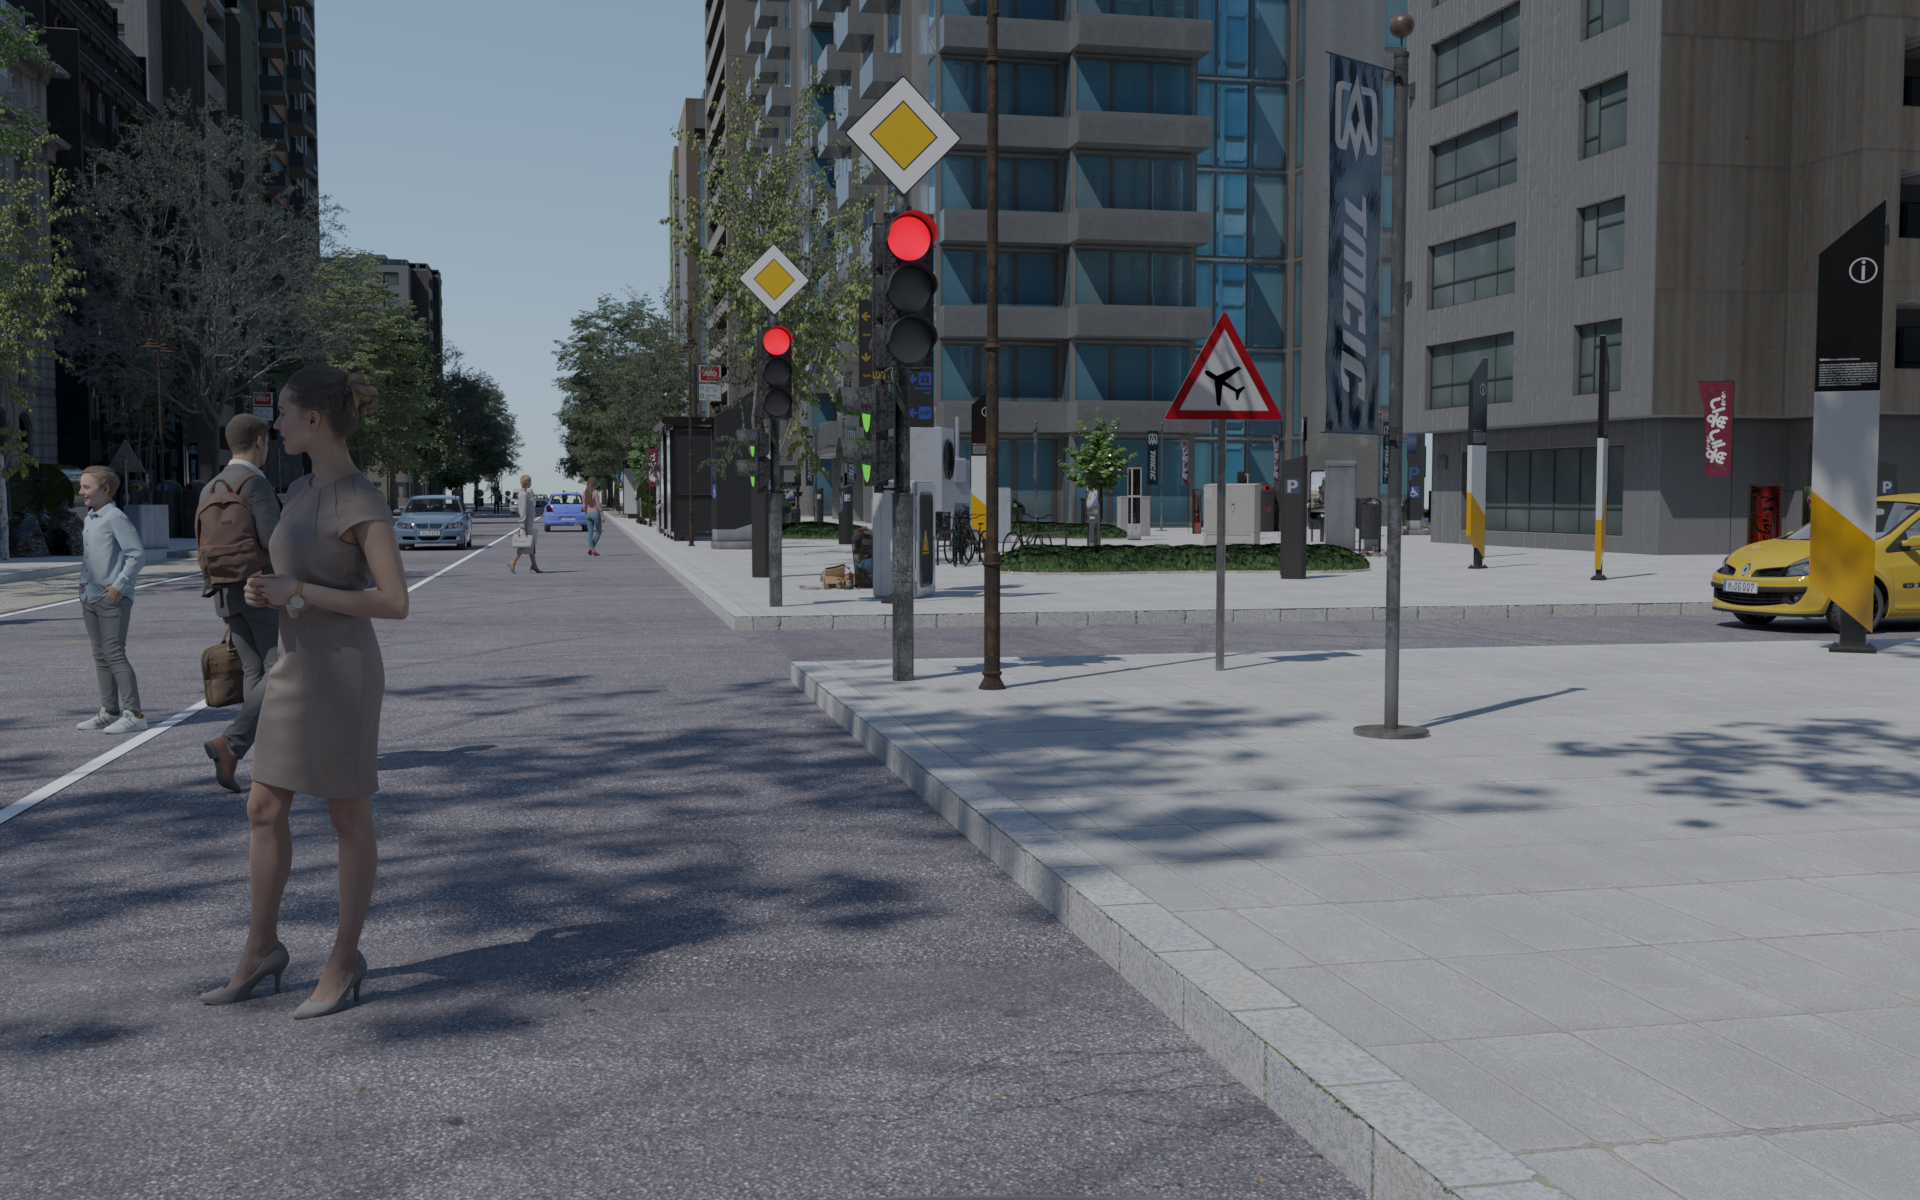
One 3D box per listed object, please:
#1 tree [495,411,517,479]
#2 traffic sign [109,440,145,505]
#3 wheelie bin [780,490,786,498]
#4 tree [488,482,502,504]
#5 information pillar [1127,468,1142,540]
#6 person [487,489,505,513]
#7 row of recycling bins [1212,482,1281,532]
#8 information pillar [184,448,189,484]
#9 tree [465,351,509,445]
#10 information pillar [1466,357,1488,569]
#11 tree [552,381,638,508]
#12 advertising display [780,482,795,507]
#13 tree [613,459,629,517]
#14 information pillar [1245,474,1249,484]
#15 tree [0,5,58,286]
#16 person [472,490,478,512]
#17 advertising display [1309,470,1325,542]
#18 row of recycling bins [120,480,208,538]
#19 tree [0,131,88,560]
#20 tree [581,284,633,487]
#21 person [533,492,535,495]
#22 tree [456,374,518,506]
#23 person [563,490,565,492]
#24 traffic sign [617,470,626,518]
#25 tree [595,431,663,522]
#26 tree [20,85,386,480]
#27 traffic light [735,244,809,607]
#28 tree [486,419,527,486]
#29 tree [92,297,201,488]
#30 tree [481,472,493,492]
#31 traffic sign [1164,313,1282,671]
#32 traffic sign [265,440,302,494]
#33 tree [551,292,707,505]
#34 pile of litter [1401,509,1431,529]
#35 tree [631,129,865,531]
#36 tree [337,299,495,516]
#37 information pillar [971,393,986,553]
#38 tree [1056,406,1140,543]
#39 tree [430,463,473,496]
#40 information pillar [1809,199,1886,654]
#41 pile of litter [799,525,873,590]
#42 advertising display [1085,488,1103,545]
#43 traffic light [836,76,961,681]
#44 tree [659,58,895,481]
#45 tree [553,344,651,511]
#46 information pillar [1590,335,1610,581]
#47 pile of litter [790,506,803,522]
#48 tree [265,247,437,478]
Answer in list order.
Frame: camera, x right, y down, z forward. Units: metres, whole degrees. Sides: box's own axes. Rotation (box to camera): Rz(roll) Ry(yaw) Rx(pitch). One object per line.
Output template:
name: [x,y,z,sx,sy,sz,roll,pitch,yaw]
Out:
tree: [-44.705,-14.576,155.322,9.611,12.733,9.660,0,3,0]
traffic sign: [-20.010,-2.542,41.562,0.884,2.594,0.081,0,4,-7]
wheelie bin: [-8.345,-4.397,79.803,0.693,1.594,0.980,-1,4,-11]
tree: [-61.345,-14.312,228.603,1.663,3.219,1.824,0,3,0]
information pillar: [4.842,-2.665,48.059,0.304,2.012,0.304,-1,4,-17]
person: [-34.415,-7.340,128.495,1.348,1.826,0.705,-2,4,-31]
row of recycling bins: [9.847,-3.151,58.638,3.534,1.692,1.069,-2,4,-27]
information pillar: [-36.773,-5.570,82.418,0.504,3.616,0.183,3,5,42]
tree: [-38.961,-13.404,129.524,12.009,13.543,11.850,0,3,0]
information pillar: [8.846,-2.340,29.617,0.504,3.616,0.183,-3,5,-43]
tree: [-31.347,-14.987,155.407,12.009,13.543,11.850,0,3,0]
advertising display: [-9.242,-5.347,92.634,0.974,1.923,0.123,-3,5,-40]
tree: [-18.287,-6.157,95.266,1.663,3.219,1.824,0,3,0]
information pillar: [10.376,-3.590,63.194,0.304,2.012,0.304,1,4,16]
tree: [-16.413,-5.994,23.763,9.928,11.665,9.643,0,3,0]
person: [-39.192,-7.996,139.924,0.721,1.739,1.217,-2,4,-31]
advertising display: [9.797,-2.505,46.176,0.974,1.923,0.123,2,4,32]
row of recycling bins: [-22.638,-2.647,50.399,3.534,1.692,1.069,0,4,1]
tree: [-18.652,-5.065,33.167,4.737,8.622,4.395,0,3,0]
tree: [-10.576,-6.654,59.159,4.360,8.622,3.978,0,3,0]
person: [-54.246,-12.900,220.136,1.217,1.743,0.721,-1,4,-15]
tree: [-51.480,-16.955,183.873,9.857,13.997,8.962,0,3,0]
person: [-33.886,-8.482,147.710,0.750,1.759,0.617,-3,5,-44]
traffic sign: [-17.688,-5.581,91.358,0.768,2.556,0.104,0,4,-3]
tree: [-13.879,-5.903,80.227,4.285,4.588,4.351,0,3,0]
tree: [-22.669,-8.686,52.392,12.009,13.543,11.850,0,3,0]
traffic light: [-2.117,-1.877,19.616,0.839,4.253,0.868,-1,4,-12]
tree: [-63.851,-19.181,239.364,9.928,11.665,9.643,0,3,0]
tree: [-30.300,-6.975,64.404,4.360,8.622,3.978,0,3,0]
tree: [-58.900,-16.286,216.632,4.737,8.622,4.395,0,3,0]
traffic sign: [1.889,-0.765,12.517,0.884,2.594,0.081,-1,4,-11]
traffic sign: [-25.925,-4.361,65.169,2.265,3.308,0.079,0,4,-6]
tree: [-20.650,-12.302,107.796,9.857,13.997,8.962,0,3,0]
pile of litter: [15.852,-2.835,60.313,1.176,0.858,1.719,-2,4,-34]
tree: [-3.981,-5.224,35.774,4.360,8.622,3.978,0,3,0]
tree: [-33.566,-11.311,101.944,9.611,12.733,9.660,0,3,0]
information pillar: [0.500,-2.833,37.668,0.504,3.616,0.183,0,4,5]
tree: [3.045,-2.668,38.224,1.663,3.219,1.824,0,3,0]
tree: [-42.737,-9.895,145.494,4.285,4.588,4.351,0,3,0]
information pillar: [7.162,-1.383,13.970,0.504,3.616,0.183,2,4,24]
pile of litter: [-1.414,-0.599,23.753,1.719,0.858,1.176,-1,4,-13]
advertising display: [3.231,-2.235,41.761,0.123,1.923,0.974,-1,4,-14]
traffic light: [-0.410,-1.400,11.814,0.839,4.253,0.868,-1,4,-12]
tree: [-3.048,-4.882,30.176,4.737,8.622,4.395,0,3,0]
tree: [-25.909,-13.080,130.857,9.611,12.733,9.660,0,3,0]
information pillar: [9.573,-2.107,25.811,0.183,3.616,0.504,2,4,29]
pile of litter: [-5.852,-2.972,62.555,1.719,0.858,1.176,-1,4,-23]
tree: [-28.356,-9.921,80.330,7.486,12.596,7.792,0,3,0]
